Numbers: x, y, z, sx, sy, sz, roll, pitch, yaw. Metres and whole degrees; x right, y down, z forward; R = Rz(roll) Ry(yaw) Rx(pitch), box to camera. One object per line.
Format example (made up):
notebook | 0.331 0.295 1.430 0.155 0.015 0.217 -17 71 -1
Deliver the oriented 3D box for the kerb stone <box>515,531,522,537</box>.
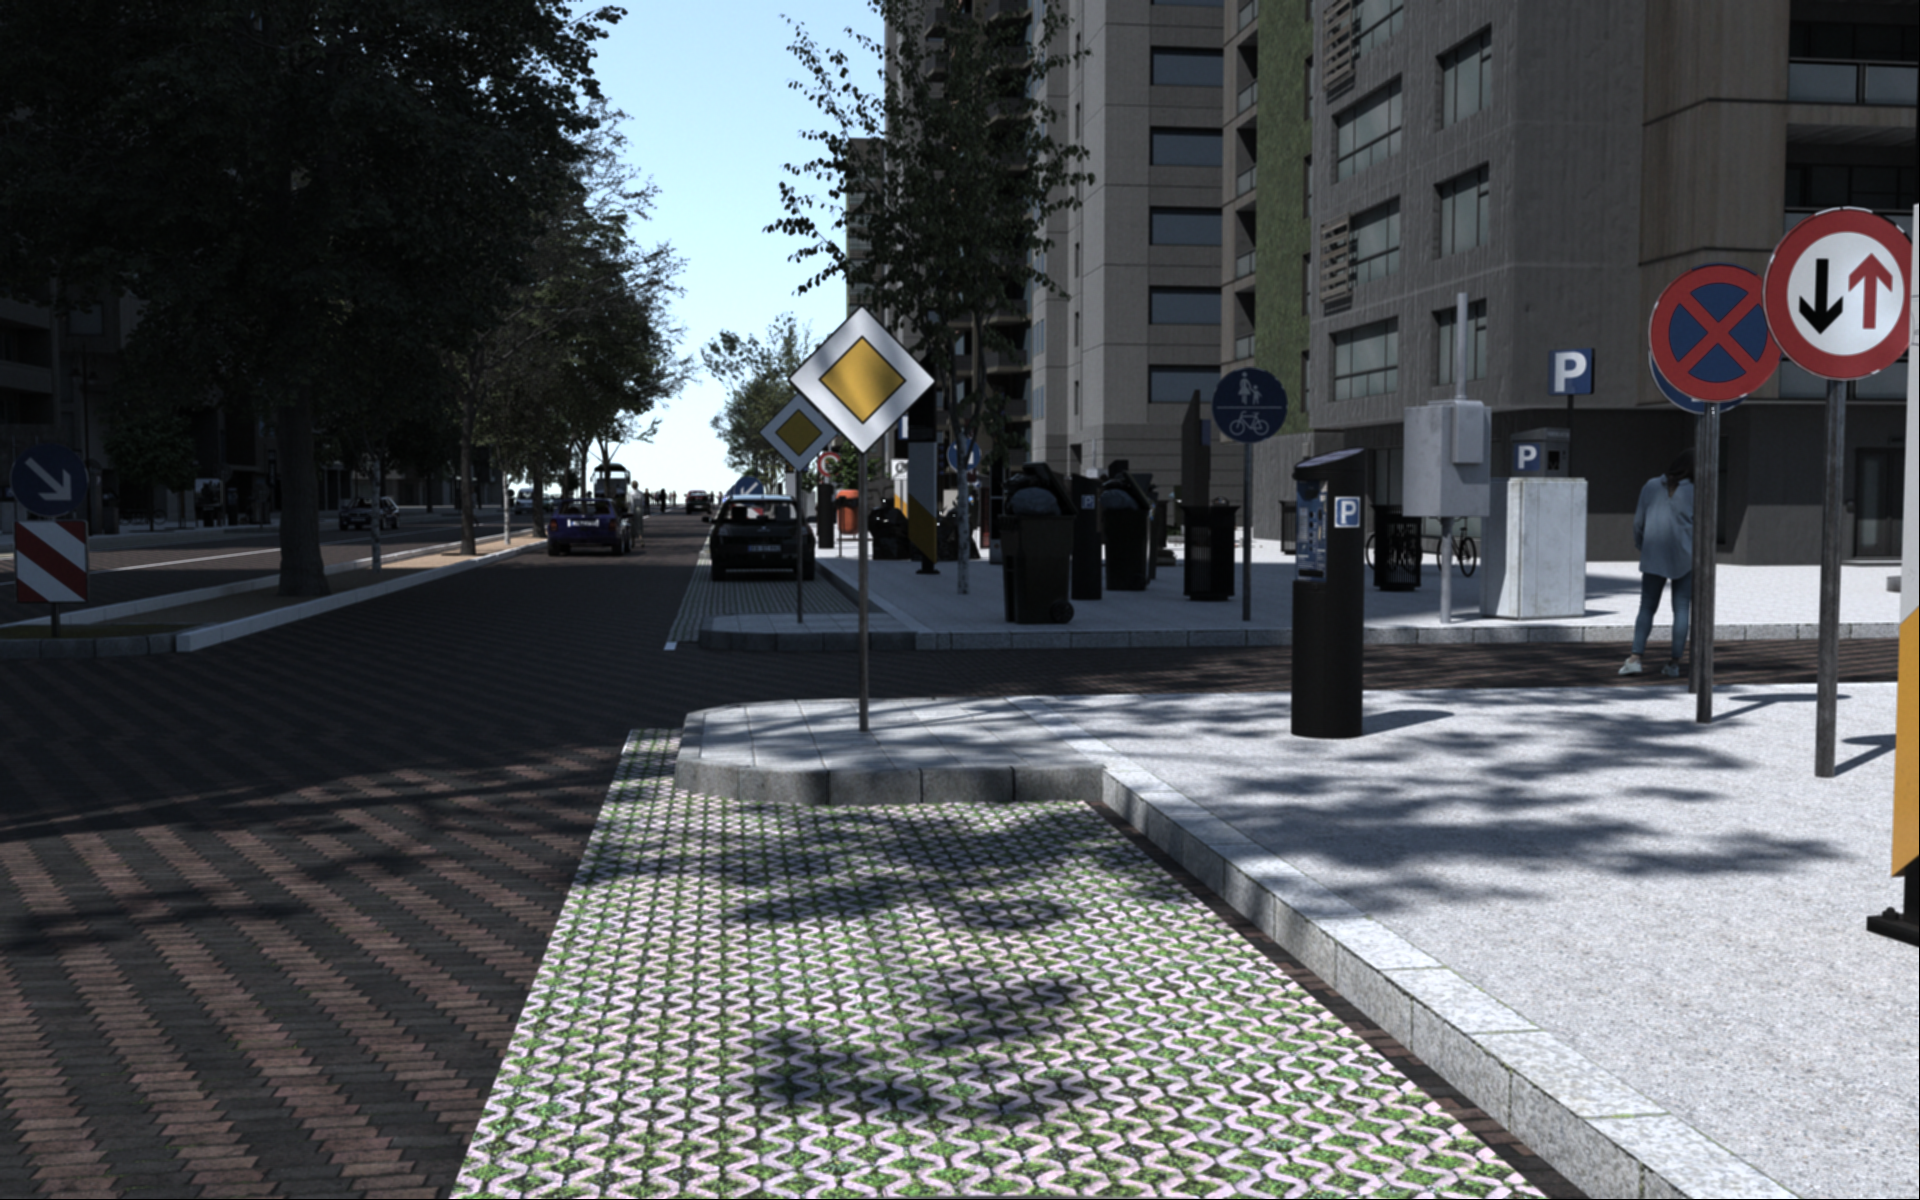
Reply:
kerb stone | -15.014 -2.228 58.620 0.120 0.150 1.000 0 4 -8

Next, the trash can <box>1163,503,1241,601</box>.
trash can | 3.007 -0.564 20.881 0.748 1.137 0.748 0 3 0

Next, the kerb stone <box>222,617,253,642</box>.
kerb stone | -7.267 0.304 17.257 0.120 0.150 1.000 0 4 -8

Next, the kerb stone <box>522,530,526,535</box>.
kerb stone | -15.144 -2.285 59.638 0.120 0.150 1.000 0 4 -8

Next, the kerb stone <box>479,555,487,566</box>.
kerb stone | -9.609 -0.754 34.531 0.120 0.150 1.000 0 4 -8

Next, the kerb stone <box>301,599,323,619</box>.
kerb stone | -7.677 0.120 20.300 0.120 0.150 1.000 0 4 -8

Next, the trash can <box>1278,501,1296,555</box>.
trash can | 7.103 -1.528 36.643 0.748 1.137 0.748 0 3 0

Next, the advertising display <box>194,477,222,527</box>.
advertising display | -29.166 -3.790 67.184 0.974 1.923 0.123 -1 4 -17

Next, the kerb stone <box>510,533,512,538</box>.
kerb stone | -14.591 -2.041 55.570 0.120 0.150 1.000 0 4 -8

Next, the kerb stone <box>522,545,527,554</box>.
kerb stone | -10.579 -1.189 41.639 0.120 0.150 1.000 0 4 -8

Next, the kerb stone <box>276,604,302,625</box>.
kerb stone | -7.545 0.178 19.286 0.120 0.150 1.000 0 4 -8

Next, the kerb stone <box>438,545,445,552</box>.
kerb stone | -12.804 -1.233 42.360 0.120 0.150 1.000 0 4 -8

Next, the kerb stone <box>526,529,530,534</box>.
kerb stone | -15.279 -2.352 60.651 0.120 0.150 1.000 0 4 -8

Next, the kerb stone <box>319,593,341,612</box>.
kerb stone | -7.819 0.055 21.320 0.120 0.150 1.000 0 4 -8

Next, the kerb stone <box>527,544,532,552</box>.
kerb stone | -10.721 -1.252 42.659 0.120 0.150 1.000 0 4 -8

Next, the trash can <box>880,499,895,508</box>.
trash can | -2.191 -2.666 55.235 0.748 1.137 0.748 0 3 0

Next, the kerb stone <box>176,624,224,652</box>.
kerb stone | -7.132 0.364 16.244 0.120 0.150 1.000 0 4 -8

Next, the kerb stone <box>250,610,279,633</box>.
kerb stone | -7.406 0.243 18.274 0.120 0.150 1.000 0 4 -8

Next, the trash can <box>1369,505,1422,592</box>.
trash can | 5.801 -0.691 22.951 0.748 1.137 0.748 0 3 0

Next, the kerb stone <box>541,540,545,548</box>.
kerb stone | -11.132 -1.436 45.705 0.120 0.150 1.000 0 4 -8

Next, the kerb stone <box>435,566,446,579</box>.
kerb stone | -8.924 -0.444 29.456 0.120 0.150 1.000 0 4 -8

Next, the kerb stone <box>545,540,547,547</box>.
kerb stone | -11.271 -1.500 46.723 0.120 0.150 1.000 0 4 -8

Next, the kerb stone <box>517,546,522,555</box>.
kerb stone | -10.447 -1.120 40.622 0.120 0.150 1.000 0 4 -8

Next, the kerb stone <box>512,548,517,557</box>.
kerb stone | -10.310 -1.065 39.602 0.120 0.150 1.000 0 4 -8

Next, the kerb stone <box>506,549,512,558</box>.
kerb stone | -10.163 -1.003 38.591 0.120 0.150 1.000 0 4 -8

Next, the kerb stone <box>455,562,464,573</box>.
kerb stone | -9.203 -0.562 31.492 0.120 0.150 1.000 0 4 -8

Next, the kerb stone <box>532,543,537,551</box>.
kerb stone | -10.859 -1.314 43.672 0.120 0.150 1.000 0 4 -8

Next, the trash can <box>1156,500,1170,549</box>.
trash can | 4.412 -1.704 39.514 0.748 1.137 0.748 0 3 0

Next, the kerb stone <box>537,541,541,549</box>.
kerb stone | -11.000 -1.374 44.692 0.120 0.150 1.000 0 4 -8

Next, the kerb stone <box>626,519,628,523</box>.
kerb stone | -17.066 -4.109 89.376 0.120 0.150 1.000 0 4 -8

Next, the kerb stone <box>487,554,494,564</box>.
kerb stone | -9.753 -0.811 35.544 0.120 0.150 1.000 0 4 -8

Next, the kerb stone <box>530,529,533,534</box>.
kerb stone | -15.422 -2.414 61.662 0.120 0.150 1.000 0 4 -8

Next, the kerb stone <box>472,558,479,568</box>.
kerb stone | -9.482 -0.692 33.517 0.120 0.150 1.000 0 4 -8

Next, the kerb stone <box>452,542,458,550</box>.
kerb stone | -13.074 -1.350 44.395 0.120 0.150 1.000 0 4 -8

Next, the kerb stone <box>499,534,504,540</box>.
kerb stone | -14.314 -1.914 53.540 0.120 0.150 1.000 0 4 -8

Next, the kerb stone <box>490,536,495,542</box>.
kerb stone | -14.044 -1.793 51.514 0.120 0.150 1.000 0 4 -8

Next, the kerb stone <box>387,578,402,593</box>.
kerb stone | -8.366 -0.195 25.387 0.120 0.150 1.000 0 4 -8

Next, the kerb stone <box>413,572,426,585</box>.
kerb stone | -8.649 -0.319 27.421 0.120 0.150 1.000 0 4 -8

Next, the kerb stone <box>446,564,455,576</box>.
kerb stone | -9.065 -0.506 30.474 0.120 0.150 1.000 0 4 -8

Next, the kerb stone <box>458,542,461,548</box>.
kerb stone | -13.206 -1.420 45.408 0.120 0.150 1.000 0 4 -8

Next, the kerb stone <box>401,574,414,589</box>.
kerb stone | -8.507 -0.257 26.400 0.120 0.150 1.000 0 4 -8

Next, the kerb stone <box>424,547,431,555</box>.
kerb stone | -12.522 -1.109 40.335 0.120 0.150 1.000 0 4 -8

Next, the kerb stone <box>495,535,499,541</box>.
kerb stone | -14.180 -1.855 52.527 0.120 0.150 1.000 0 4 -8

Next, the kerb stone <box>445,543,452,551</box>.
kerb stone | -12.934 -1.293 43.373 0.120 0.150 1.000 0 4 -8

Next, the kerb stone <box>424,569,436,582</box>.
kerb stone | -8.788 -0.382 28.440 0.120 0.150 1.000 0 4 -8

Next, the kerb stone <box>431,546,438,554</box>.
kerb stone | -12.658 -1.170 41.348 0.120 0.150 1.000 0 4 -8

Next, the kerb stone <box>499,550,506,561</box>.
kerb stone | -10.022 -0.941 37.574 0.120 0.150 1.000 0 4 -8

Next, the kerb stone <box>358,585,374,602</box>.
kerb stone | -8.096 -0.071 23.361 0.120 0.150 1.000 0 4 -8

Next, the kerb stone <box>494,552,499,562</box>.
kerb stone | -9.903 -0.879 36.559 0.120 0.150 1.000 0 4 -8

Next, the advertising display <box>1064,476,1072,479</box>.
advertising display | 3.717 -3.534 62.999 0.974 1.923 0.123 0 4 0

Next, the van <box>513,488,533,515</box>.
van | -30.554 -7.070 122.598 2.013 2.044 4.112 -1 4 -10

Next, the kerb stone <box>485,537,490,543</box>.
kerb stone | -13.898 -1.731 50.489 0.120 0.150 1.000 0 4 -8

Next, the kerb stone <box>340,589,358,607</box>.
kerb stone | -7.960 -0.008 22.333 0.120 0.150 1.000 0 4 -8

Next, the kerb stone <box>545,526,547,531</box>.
kerb stone | -16.529 -2.904 69.793 0.120 0.150 1.000 0 4 -8

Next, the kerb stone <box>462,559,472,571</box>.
kerb stone | -9.344 -0.631 32.504 0.120 0.150 1.000 0 4 -8

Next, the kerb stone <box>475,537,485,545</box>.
kerb stone | -13.760 -1.669 49.477 0.120 0.150 1.000 0 4 -8

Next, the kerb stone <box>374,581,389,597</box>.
kerb stone | -8.233 -0.128 24.374 0.120 0.150 1.000 0 4 -8

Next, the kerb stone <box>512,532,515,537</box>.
kerb stone | -14.736 -2.104 56.588 0.120 0.150 1.000 0 4 -8
